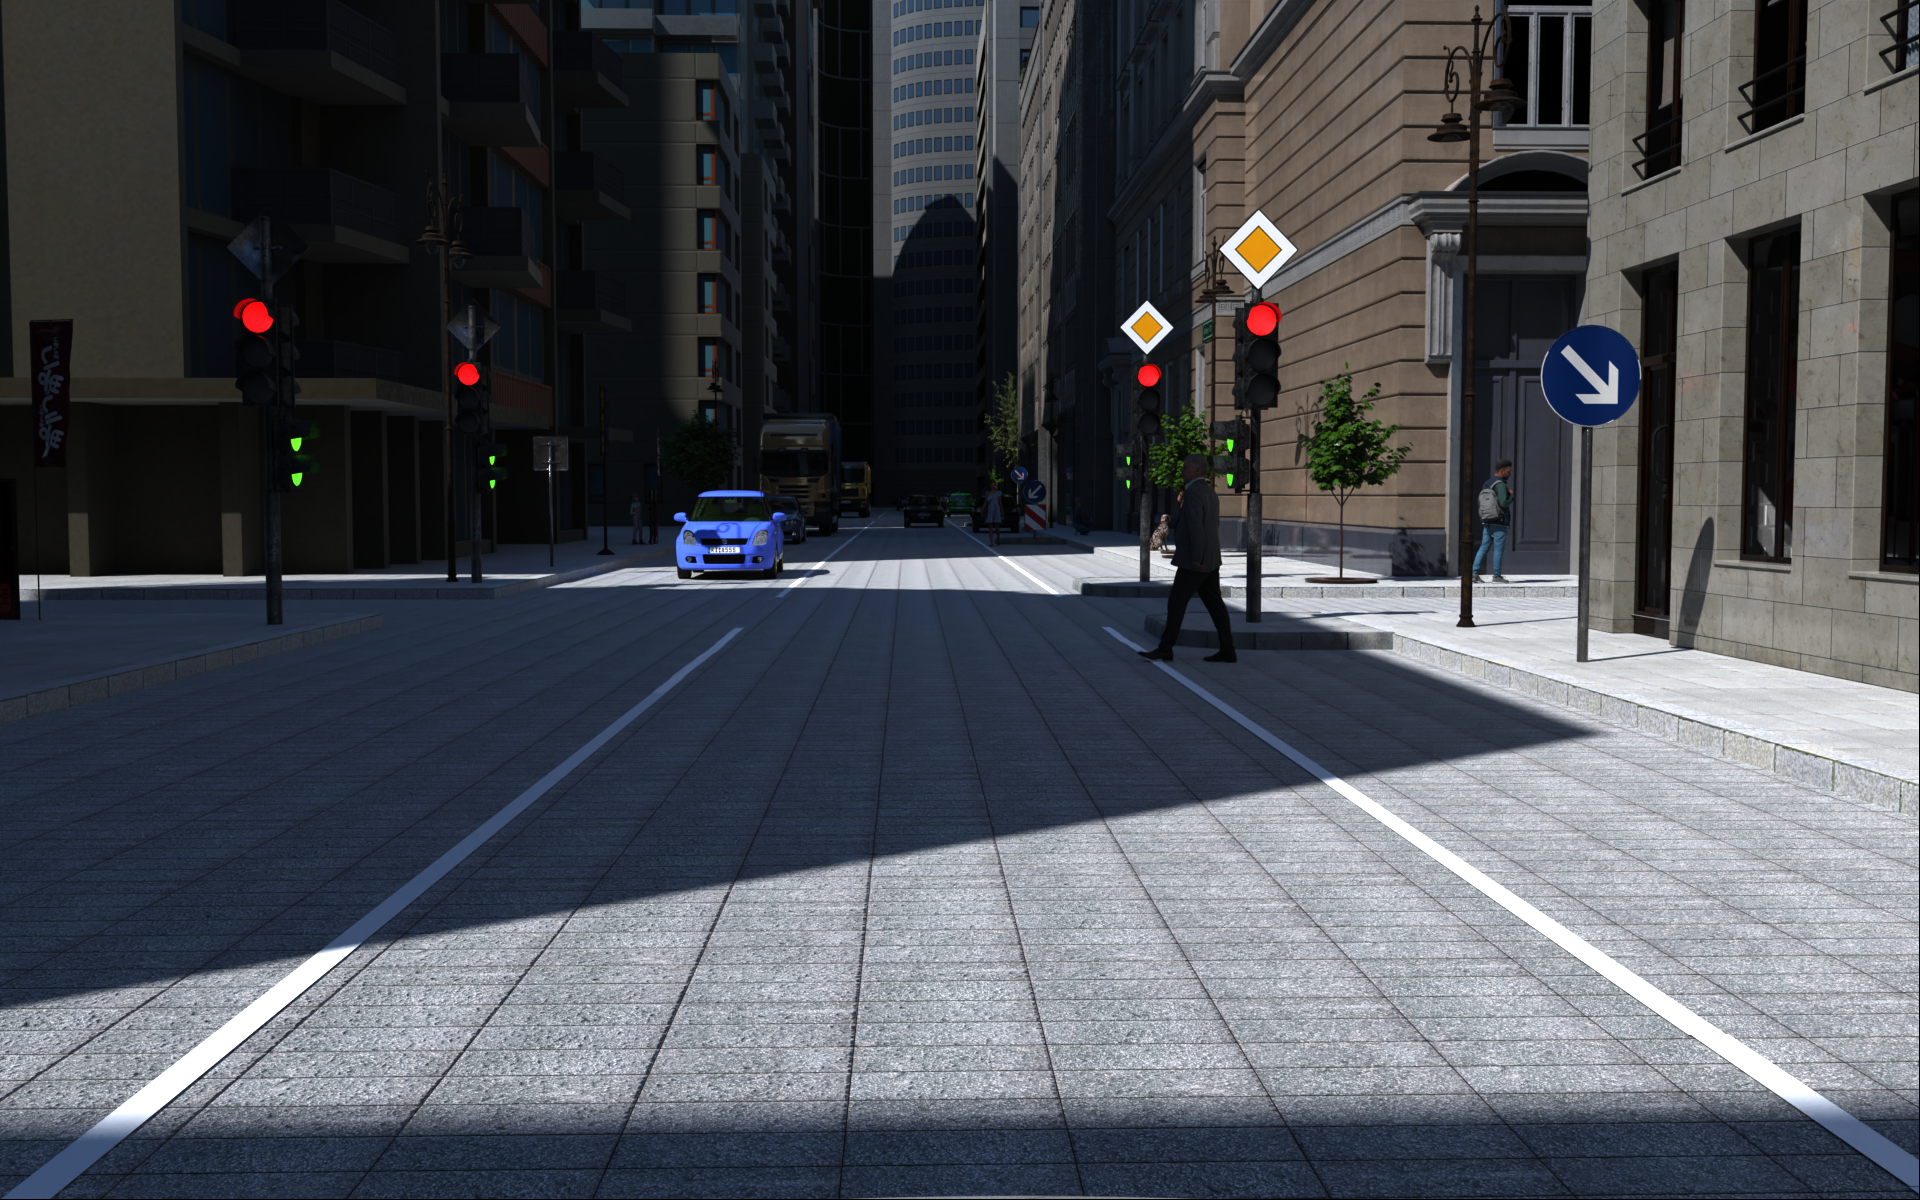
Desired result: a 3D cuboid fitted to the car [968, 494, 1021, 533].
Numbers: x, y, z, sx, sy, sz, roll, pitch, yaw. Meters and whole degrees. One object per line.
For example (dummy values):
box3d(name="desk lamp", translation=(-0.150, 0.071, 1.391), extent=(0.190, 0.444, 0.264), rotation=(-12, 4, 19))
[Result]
box3d(name="car", translation=(1.326, -3.386, 65.149), extent=(2.009, 1.686, 4.222), rotation=(0, 4, 0))

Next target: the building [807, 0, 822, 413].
box3d(name="building", translation=(-27.102, -34.880, 159.534), extent=(27.495, 52.752, 28.713), rotation=(0, 4, -2))

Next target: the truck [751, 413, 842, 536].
box3d(name="truck", translation=(-5.675, -4.484, 62.220), extent=(2.839, 4.237, 11.283), rotation=(0, 4, -2))

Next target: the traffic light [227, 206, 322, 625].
box3d(name="traffic light", translation=(-6.733, -1.714, 16.944), extent=(0.839, 4.253, 0.868), rotation=(0, 4, -2))

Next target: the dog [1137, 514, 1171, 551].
box3d(name="dog", translation=(4.409, -1.526, 39.326), extent=(0.800, 0.831, 0.513), rotation=(0, 4, 2))

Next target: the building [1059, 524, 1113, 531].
box3d(name="building", translation=(9.903, -15.385, 69.570), extent=(12.078, 24.808, 19.932), rotation=(0, 4, -2))

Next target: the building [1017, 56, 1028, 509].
box3d(name="building", translation=(10.818, -21.206, 118.415), extent=(14.160, 30.474, 14.107), rotation=(0, 4, -2))

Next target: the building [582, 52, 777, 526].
box3d(name="building", translation=(-23.676, -14.509, 82.254), extent=(27.650, 21.520, 28.899), rotation=(0, 4, -2))

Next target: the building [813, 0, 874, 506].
box3d(name="building", translation=(-20.027, -46.184, 193.367), extent=(20.611, 71.187, 20.563), rotation=(0, 4, -2))

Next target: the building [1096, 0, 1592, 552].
box3d(name="building", translation=(11.777, -16.123, 49.510), extent=(13.634, 28.700, 20.117), rotation=(0, 4, -2))

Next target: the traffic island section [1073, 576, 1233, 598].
box3d(name="traffic island section", translation=(2.726, -0.187, 25.344), extent=(2.009, 0.180, 2.903), rotation=(0, 4, -2))

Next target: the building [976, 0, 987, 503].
box3d(name="building", translation=(12.601, -33.062, 164.260), extent=(21.300, 48.544, 21.600), rotation=(0, 4, -2))

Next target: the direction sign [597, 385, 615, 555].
box3d(name="direction sign", translation=(-7.472, -2.718, 36.429), extent=(0.379, 3.537, 0.876), rotation=(0, 4, -1))

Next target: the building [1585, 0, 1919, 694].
box3d(name="building", translation=(11.411, -9.365, 7.874), extent=(10.420, 20.320, 16.860), rotation=(0, 4, -2))

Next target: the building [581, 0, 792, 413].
box3d(name="building", translation=(-22.868, -30.270, 114.520), extent=(23.786, 49.044, 30.456), rotation=(0, 4, -2))

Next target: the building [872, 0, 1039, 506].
box3d(name="building", translation=(4.373, -39.909, 194.508), extent=(28.212, 58.520, 21.231), rotation=(0, 4, -2))

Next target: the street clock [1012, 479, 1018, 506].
box3d(name="street clock", translation=(2.687, -4.927, 85.124), extent=(0.358, 2.002, 0.471), rotation=(0, 4, -7))

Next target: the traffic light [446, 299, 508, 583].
box3d(name="traffic light", translation=(-6.971, -2.202, 24.926), extent=(0.839, 4.253, 0.868), rotation=(0, 4, -2))

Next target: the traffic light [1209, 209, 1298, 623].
box3d(name="traffic light", translation=(2.923, -1.732, 17.247), extent=(0.839, 4.253, 0.868), rotation=(0, 4, -2))

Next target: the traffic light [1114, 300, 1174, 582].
box3d(name="traffic light", translation=(2.685, -2.221, 25.228), extent=(0.839, 4.253, 0.868), rotation=(0, 4, -2))

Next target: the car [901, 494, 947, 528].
box3d(name="car", translation=(-1.565, -4.020, 75.505), extent=(2.009, 1.686, 4.222), rotation=(0, 4, -1))

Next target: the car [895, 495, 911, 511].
box3d(name="car", translation=(-4.566, -8.281, 147.976), extent=(1.945, 1.354, 3.894), rotation=(0, 4, -1))

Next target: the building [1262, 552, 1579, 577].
box3d(name="building", translation=(16.243, -15.083, 32.520), extent=(20.117, 28.700, 13.634), rotation=(0, 4, -2))

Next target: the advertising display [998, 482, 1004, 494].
box3d(name="advertising display", translation=(2.261, -5.555, 96.045), extent=(0.123, 1.923, 0.974), rotation=(1, 4, 13))

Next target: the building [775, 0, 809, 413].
box3d(name="building", translation=(-19.358, -29.781, 137.034), extent=(14.600, 45.320, 14.200), rotation=(0, 4, -2))

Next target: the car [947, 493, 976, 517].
box3d(name="car", translation=(0.032, -6.165, 109.591), extent=(1.959, 1.807, 4.718), rotation=(0, 4, -1))

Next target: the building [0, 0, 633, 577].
box3d(name="building", translation=(-19.809, -23.488, 38.657), extent=(22.147, 44.769, 28.867), rotation=(0, 4, -2))

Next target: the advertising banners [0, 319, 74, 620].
box3d(name="advertising banners", translation=(-9.862, -1.313, 17.655), extent=(2.074, 3.025, 0.090), rotation=(1, 4, 15))

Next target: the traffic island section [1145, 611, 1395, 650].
box3d(name="traffic island section", translation=(2.964, 0.301, 17.362), extent=(2.009, 0.180, 2.903), rotation=(0, 4, -2))

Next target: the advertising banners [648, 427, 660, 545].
box3d(name="advertising banners", translation=(-7.868, -2.965, 44.662), extent=(0.090, 3.025, 2.074), rotation=(0, 4, -2))

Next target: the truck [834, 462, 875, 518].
box3d(name="truck", translation=(-6.858, -6.739, 106.110), extent=(3.469, 3.379, 9.791), rotation=(0, 4, -1))

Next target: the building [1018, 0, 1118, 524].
box3d(name="building", translation=(9.661, -16.651, 90.263), extent=(12.078, 24.808, 19.932), rotation=(0, 4, -2))
